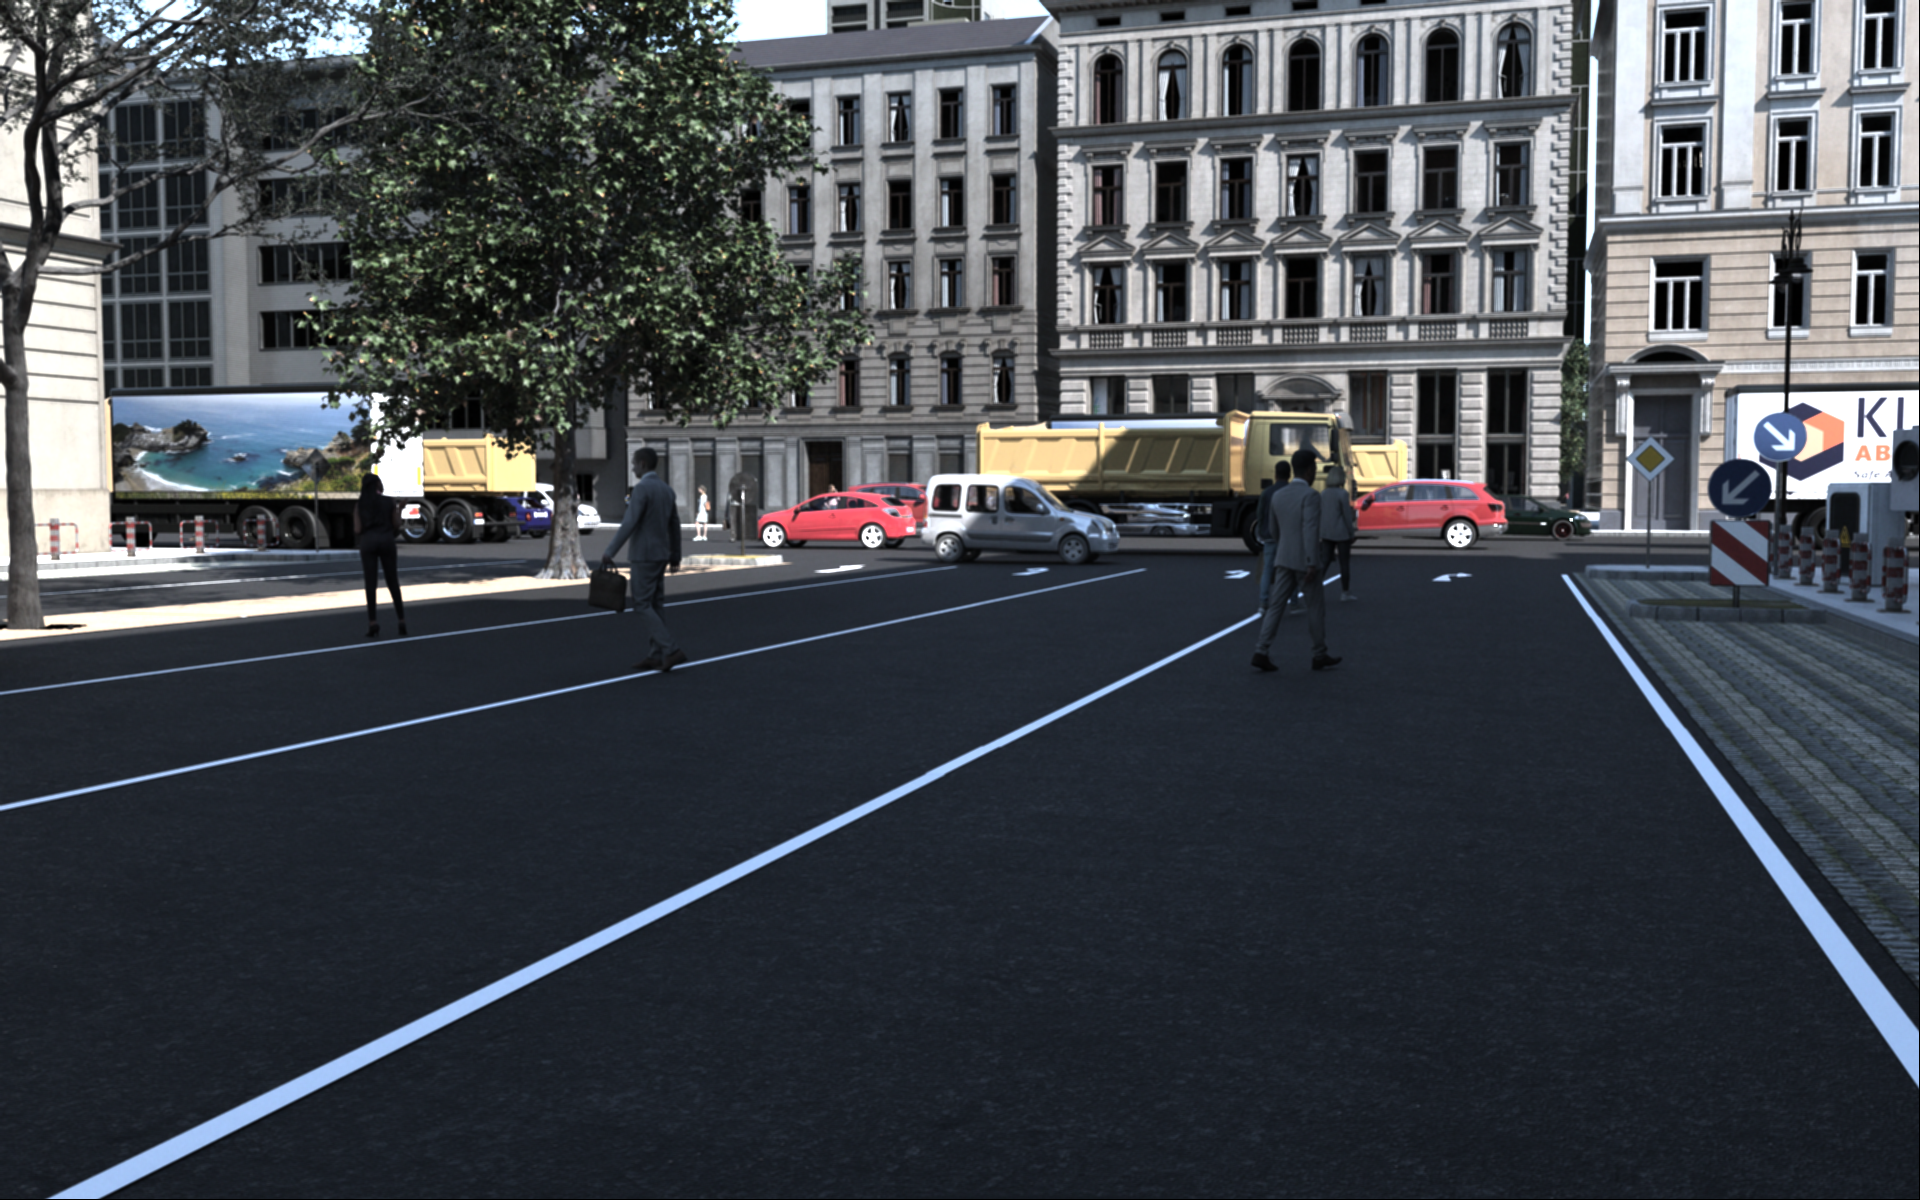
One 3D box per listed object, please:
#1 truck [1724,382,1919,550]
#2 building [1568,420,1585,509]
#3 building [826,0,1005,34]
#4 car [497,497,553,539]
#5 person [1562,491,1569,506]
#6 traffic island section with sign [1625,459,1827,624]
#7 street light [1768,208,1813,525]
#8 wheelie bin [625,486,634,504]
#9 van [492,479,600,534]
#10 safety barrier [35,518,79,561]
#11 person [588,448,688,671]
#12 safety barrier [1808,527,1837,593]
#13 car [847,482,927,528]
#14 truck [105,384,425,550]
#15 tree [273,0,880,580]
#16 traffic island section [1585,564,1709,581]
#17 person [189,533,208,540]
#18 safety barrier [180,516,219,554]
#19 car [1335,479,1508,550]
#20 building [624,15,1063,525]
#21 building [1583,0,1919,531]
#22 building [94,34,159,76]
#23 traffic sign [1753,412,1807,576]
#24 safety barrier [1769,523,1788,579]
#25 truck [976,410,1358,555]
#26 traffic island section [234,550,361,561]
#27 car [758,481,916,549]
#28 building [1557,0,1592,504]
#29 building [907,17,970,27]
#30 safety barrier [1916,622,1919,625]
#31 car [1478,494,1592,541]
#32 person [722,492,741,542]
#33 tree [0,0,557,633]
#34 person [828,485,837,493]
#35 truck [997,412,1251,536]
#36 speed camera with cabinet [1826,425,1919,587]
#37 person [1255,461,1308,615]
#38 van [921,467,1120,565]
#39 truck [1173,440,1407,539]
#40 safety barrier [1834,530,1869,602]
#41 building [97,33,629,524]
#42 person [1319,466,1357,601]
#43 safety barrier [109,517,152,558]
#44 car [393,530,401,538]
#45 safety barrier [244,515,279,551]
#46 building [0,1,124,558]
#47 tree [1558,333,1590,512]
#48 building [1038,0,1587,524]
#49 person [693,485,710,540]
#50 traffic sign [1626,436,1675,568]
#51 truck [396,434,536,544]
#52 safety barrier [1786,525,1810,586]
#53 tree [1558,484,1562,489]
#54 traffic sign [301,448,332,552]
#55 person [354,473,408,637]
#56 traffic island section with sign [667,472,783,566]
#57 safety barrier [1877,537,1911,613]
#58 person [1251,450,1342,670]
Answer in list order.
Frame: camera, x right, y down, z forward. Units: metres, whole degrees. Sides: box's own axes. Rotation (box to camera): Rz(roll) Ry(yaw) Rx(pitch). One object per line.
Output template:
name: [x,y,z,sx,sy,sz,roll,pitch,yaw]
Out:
truck: [25.611,-3.368,43.983,11.283,4.237,2.839,1,4,18]
building: [62.542,-50.615,140.222,22.319,86.520,31.000,1,4,17]
building: [-6.279,-49.393,245.827,20.611,71.187,20.563,1,4,17]
car: [-15.214,-2.664,56.131,3.894,1.354,1.945,1,4,19]
person: [68.930,-11.469,196.742,1.217,1.743,0.721,-2,4,-27]
traffic island section with sign: [8.853,-0.706,20.164,1.989,1.847,2.006,1,4,17]
street light: [13.523,-3.397,28.326,0.468,5.910,1.993,1,4,17]
wheelie bin: [-13.345,-3.898,71.646,0.980,1.594,0.693,-1,4,-12]
van: [-14.764,-3.320,61.301,4.112,2.044,2.013,1,4,19]
safety barrier: [-17.385,-1.162,33.267,0.300,0.817,1.120,1,4,17]
person: [-2.566,-0.338,14.155,0.853,1.813,0.709,1,4,19]
safety barrier: [11.288,-0.499,22.436,0.300,0.817,1.120,1,4,17]
car: [-1.560,-3.001,57.747,5.304,1.827,2.281,1,4,19]
truck: [-19.924,-3.514,46.374,11.283,4.237,2.839,1,4,16]
tree: [-6.609,-6.694,28.912,9.611,12.733,9.660,0,3,0]
traffic island section: [11.892,-0.466,29.896,2.009,0.180,2.903,1,4,17]
person: [-23.571,-2.745,53.559,0.590,1.801,0.661,1,4,20]
safety barrier: [-16.220,-1.387,36.946,0.300,0.817,1.120,1,4,17]
car: [11.739,-2.274,45.858,5.304,1.827,2.281,1,4,19]
building: [-4.156,-13.771,74.312,18.267,20.994,9.793,1,4,17]
building: [33.665,-16.960,63.203,20.117,28.700,13.634,1,4,17]
building: [-53.860,-17.917,90.200,25.104,27.353,12.463,1,4,17]
traffic sign: [12.760,-1.646,27.014,0.768,2.556,0.104,2,4,24]
safety barrier: [12.442,-0.724,26.110,0.300,0.817,1.120,1,4,17]
truck: [5.400,-2.798,41.664,9.791,3.379,3.469,1,4,17]
traffic island section: [-14.143,-0.966,38.068,2.009,0.180,2.903,1,4,17]
car: [-3.419,-2.257,45.947,4.494,1.783,2.155,1,4,16]
building: [69.454,-47.933,221.948,20.611,71.187,20.563,1,4,17]
building: [0.545,-27.750,145.599,32.217,40.220,23.993,1,4,17]
safety barrier: [9.553,-0.163,16.939,0.300,0.817,1.120,1,4,17]
car: [17.536,-2.715,54.172,4.222,1.686,2.009,1,4,16]
person: [-6.793,-2.645,51.848,0.694,1.812,0.767,2,4,25]
tree: [-9.882,-6.417,17.737,12.009,13.543,11.850,0,3,0]
person: [-4.518,-3.108,59.914,0.593,1.750,0.643,-2,4,-28]
truck: [5.717,-4.463,61.888,11.283,4.237,2.839,1,4,19]
speed camera with cabinet: [12.755,-1.797,23.724,0.660,3.252,2.038,0,4,-8]
person: [3.750,-0.731,20.441,0.713,1.824,0.794,-3,5,-44]
van: [1.281,-1.790,36.271,4.112,2.044,2.013,1,4,16]
truck: [9.650,-3.747,57.180,9.791,3.379,3.469,1,4,16]
safety barrier: [10.711,-0.387,20.608,0.300,0.817,1.120,1,4,17]
building: [-27.003,-16.189,83.757,30.058,24.678,14.314,1,4,17]
person: [4.963,-0.889,23.224,0.728,1.800,0.709,-2,4,-34]
safety barrier: [-16.804,-1.274,35.102,0.300,0.817,1.120,1,4,17]
car: [-20.352,-2.894,55.987,5.304,1.827,2.281,1,4,19]
safety barrier: [-15.641,-1.499,38.783,0.300,0.817,1.120,1,4,17]
building: [-34.197,-12.294,34.293,30.059,22.955,16.112,1,4,17]
tree: [44.363,-12.577,122.646,9.611,12.733,9.660,0,3,0]
building: [14.070,-14.657,68.522,19.941,23.489,11.050,1,4,17]
person: [-8.019,-2.714,53.883,0.522,1.701,0.512,0,4,2]
traffic sign: [11.867,-1.601,29.826,0.795,2.450,0.064,1,4,17]
truck: [-17.509,-3.388,51.316,9.791,3.379,3.469,1,4,16]
safety barrier: [11.866,-0.611,24.264,0.300,0.817,1.120,1,4,17]
tree: [59.875,-11.011,174.625,1.663,3.219,1.824,0,3,0]
traffic sign: [-14.118,-2.101,37.999,0.795,2.450,0.064,1,4,17]
person: [-5.852,-0.461,17.506,0.415,1.643,0.593,1,4,22]
traffic island section with sign: [-4.676,-1.664,35.346,2.006,1.907,1.989,1,4,17]
safety barrier: [10.130,-0.275,18.767,0.300,0.817,1.120,1,4,17]
person: [2.734,-0.326,14.097,0.850,1.792,0.678,-2,4,-33]
